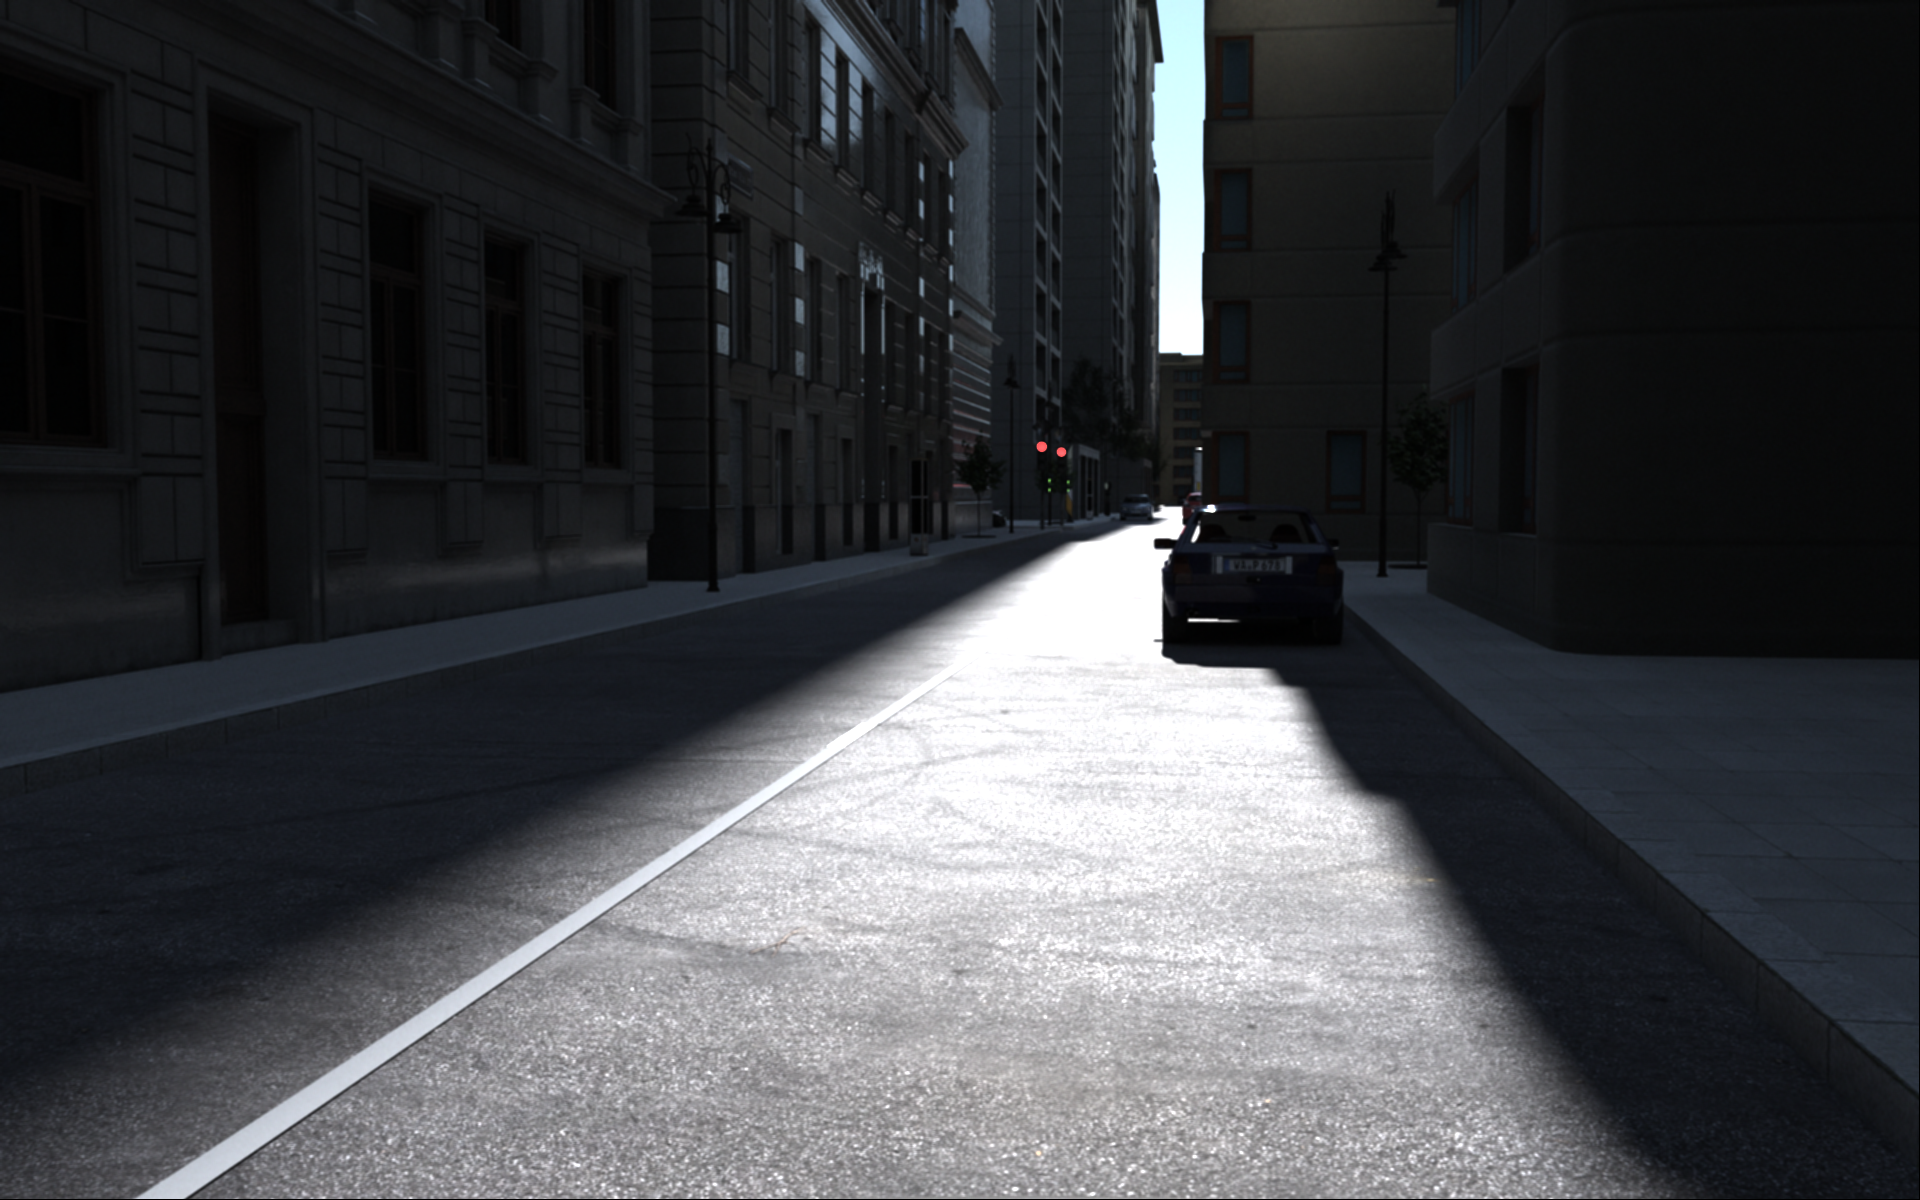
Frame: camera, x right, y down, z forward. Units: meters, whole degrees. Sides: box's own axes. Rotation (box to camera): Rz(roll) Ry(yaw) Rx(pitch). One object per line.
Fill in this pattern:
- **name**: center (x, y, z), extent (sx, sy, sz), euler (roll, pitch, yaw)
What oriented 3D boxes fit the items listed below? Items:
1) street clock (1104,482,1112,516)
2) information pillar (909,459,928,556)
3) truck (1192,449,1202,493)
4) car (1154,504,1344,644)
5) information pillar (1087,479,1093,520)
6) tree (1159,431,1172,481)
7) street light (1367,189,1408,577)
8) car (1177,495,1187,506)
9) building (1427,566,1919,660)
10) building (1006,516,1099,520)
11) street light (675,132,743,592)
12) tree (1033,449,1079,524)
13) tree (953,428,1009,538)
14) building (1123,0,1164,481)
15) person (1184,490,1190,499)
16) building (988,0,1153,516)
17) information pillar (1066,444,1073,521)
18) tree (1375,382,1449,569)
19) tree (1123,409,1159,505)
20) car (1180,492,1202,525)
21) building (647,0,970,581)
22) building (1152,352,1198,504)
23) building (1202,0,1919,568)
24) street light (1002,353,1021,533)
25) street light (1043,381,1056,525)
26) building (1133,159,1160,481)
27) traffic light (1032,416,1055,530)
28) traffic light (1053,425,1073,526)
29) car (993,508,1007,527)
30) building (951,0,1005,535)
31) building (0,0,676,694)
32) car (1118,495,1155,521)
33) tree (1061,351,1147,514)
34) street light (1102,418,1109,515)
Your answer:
- **street clock**: center (8.637, -5.901, 101.059), extent (0.358, 2.002, 0.471), euler (-2, 4, -25)
- **information pillar**: center (-0.853, -1.929, 36.026), extent (0.304, 2.012, 0.304), euler (1, 4, 21)
- **truck**: center (16.455, -7.553, 112.405), extent (2.839, 4.237, 11.283), euler (0, 4, 8)
- **car**: center (2.976, -0.328, 17.945), extent (1.945, 1.354, 3.894), euler (0, 4, 8)
- **information pillar**: center (6.329, -4.888, 84.409), extent (0.304, 2.012, 0.304), euler (0, 4, 8)
- **tree**: center (22.729, -15.438, 202.770), extent (4.737, 8.622, 4.395), euler (0, 3, 0)
- **street light**: center (6.538, -3.293, 26.634), extent (0.468, 5.910, 1.993), euler (1, 4, 8)
- **car**: center (27.986, -12.426, 215.738), extent (1.945, 1.354, 3.894), euler (0, 4, 7)
- **building**: center (17.670, -9.827, 5.708), extent (27.650, 21.520, 28.899), euler (1, 4, 8)
- **building**: center (-2.798, -40.102, 93.919), extent (20.563, 71.187, 20.611), euler (1, 4, 8)
- **street light**: center (-3.251, -3.049, 22.641), extent (0.468, 5.910, 1.993), euler (1, 4, 8)
- **tree**: center (3.994, -4.842, 73.776), extent (1.663, 3.219, 1.824), euler (0, 3, 0)
- **tree**: center (0.683, -3.454, 51.070), extent (1.663, 3.219, 1.824), euler (0, 3, 0)
- **building**: center (7.029, -36.549, 186.813), extent (28.713, 52.752, 27.495), euler (1, 4, 8)
- **person**: center (26.817, -11.929, 203.166), extent (0.705, 1.869, 1.348), euler (-3, 5, -43)
- **building**: center (3.832, -42.100, 126.586), extent (20.563, 71.187, 20.611), euler (1, 4, 8)
- **information pillar**: center (5.093, -5.471, 80.797), extent (0.183, 3.616, 0.504), euler (2, 4, 32)
- **tree**: center (8.083, -2.160, 29.924), extent (1.663, 3.219, 1.824), euler (0, 3, 0)
- **tree**: center (13.743, -11.733, 142.198), extent (4.737, 8.622, 4.395), euler (0, 3, 0)
- **car**: center (11.558, -4.509, 82.768), extent (2.155, 1.783, 4.494), euler (1, 4, 9)
- **building**: center (-7.480, -14.687, 37.389), extent (12.463, 27.353, 25.104), euler (1, 4, 8)
- **building**: center (19.759, -24.339, 242.977), extent (28.899, 21.520, 27.650), euler (1, 4, 8)
- **building**: center (20.420, -12.237, 45.110), extent (27.650, 21.520, 28.899), euler (1, 4, 8)
- **street light**: center (1.698, -5.144, 56.892), extent (0.468, 5.910, 1.993), euler (1, 4, 8)
- **street light**: center (3.669, -5.989, 70.703), extent (0.468, 5.910, 1.993), euler (1, 4, 8)
- **building**: center (17.573, -32.434, 213.887), extent (14.086, 41.232, 14.154), euler (1, 4, 8)
- **traffic light**: center (2.995, -4.499, 62.483), extent (0.839, 4.253, 0.868), euler (1, 4, 8)
- **traffic light**: center (4.164, -4.982, 70.383), extent (0.839, 4.253, 0.868), euler (1, 4, 8)
- **car**: center (-0.281, -3.541, 67.680), extent (4.222, 1.686, 2.009), euler (1, 4, 8)
- **building**: center (-8.658, -14.057, 58.717), extent (19.941, 23.489, 11.050), euler (1, 4, 8)
- **building**: center (-10.613, -10.890, 14.209), extent (11.583, 22.565, 21.152), euler (1, 4, 8)
- **car**: center (9.708, -5.082, 95.085), extent (2.014, 1.417, 4.499), euler (0, 4, 7)
- **tree**: center (8.751, -10.929, 113.102), extent (7.601, 10.594, 8.767), euler (1, 4, 12)
- **street light**: center (8.808, -8.079, 104.883), extent (0.468, 5.910, 1.993), euler (1, 4, 8)
